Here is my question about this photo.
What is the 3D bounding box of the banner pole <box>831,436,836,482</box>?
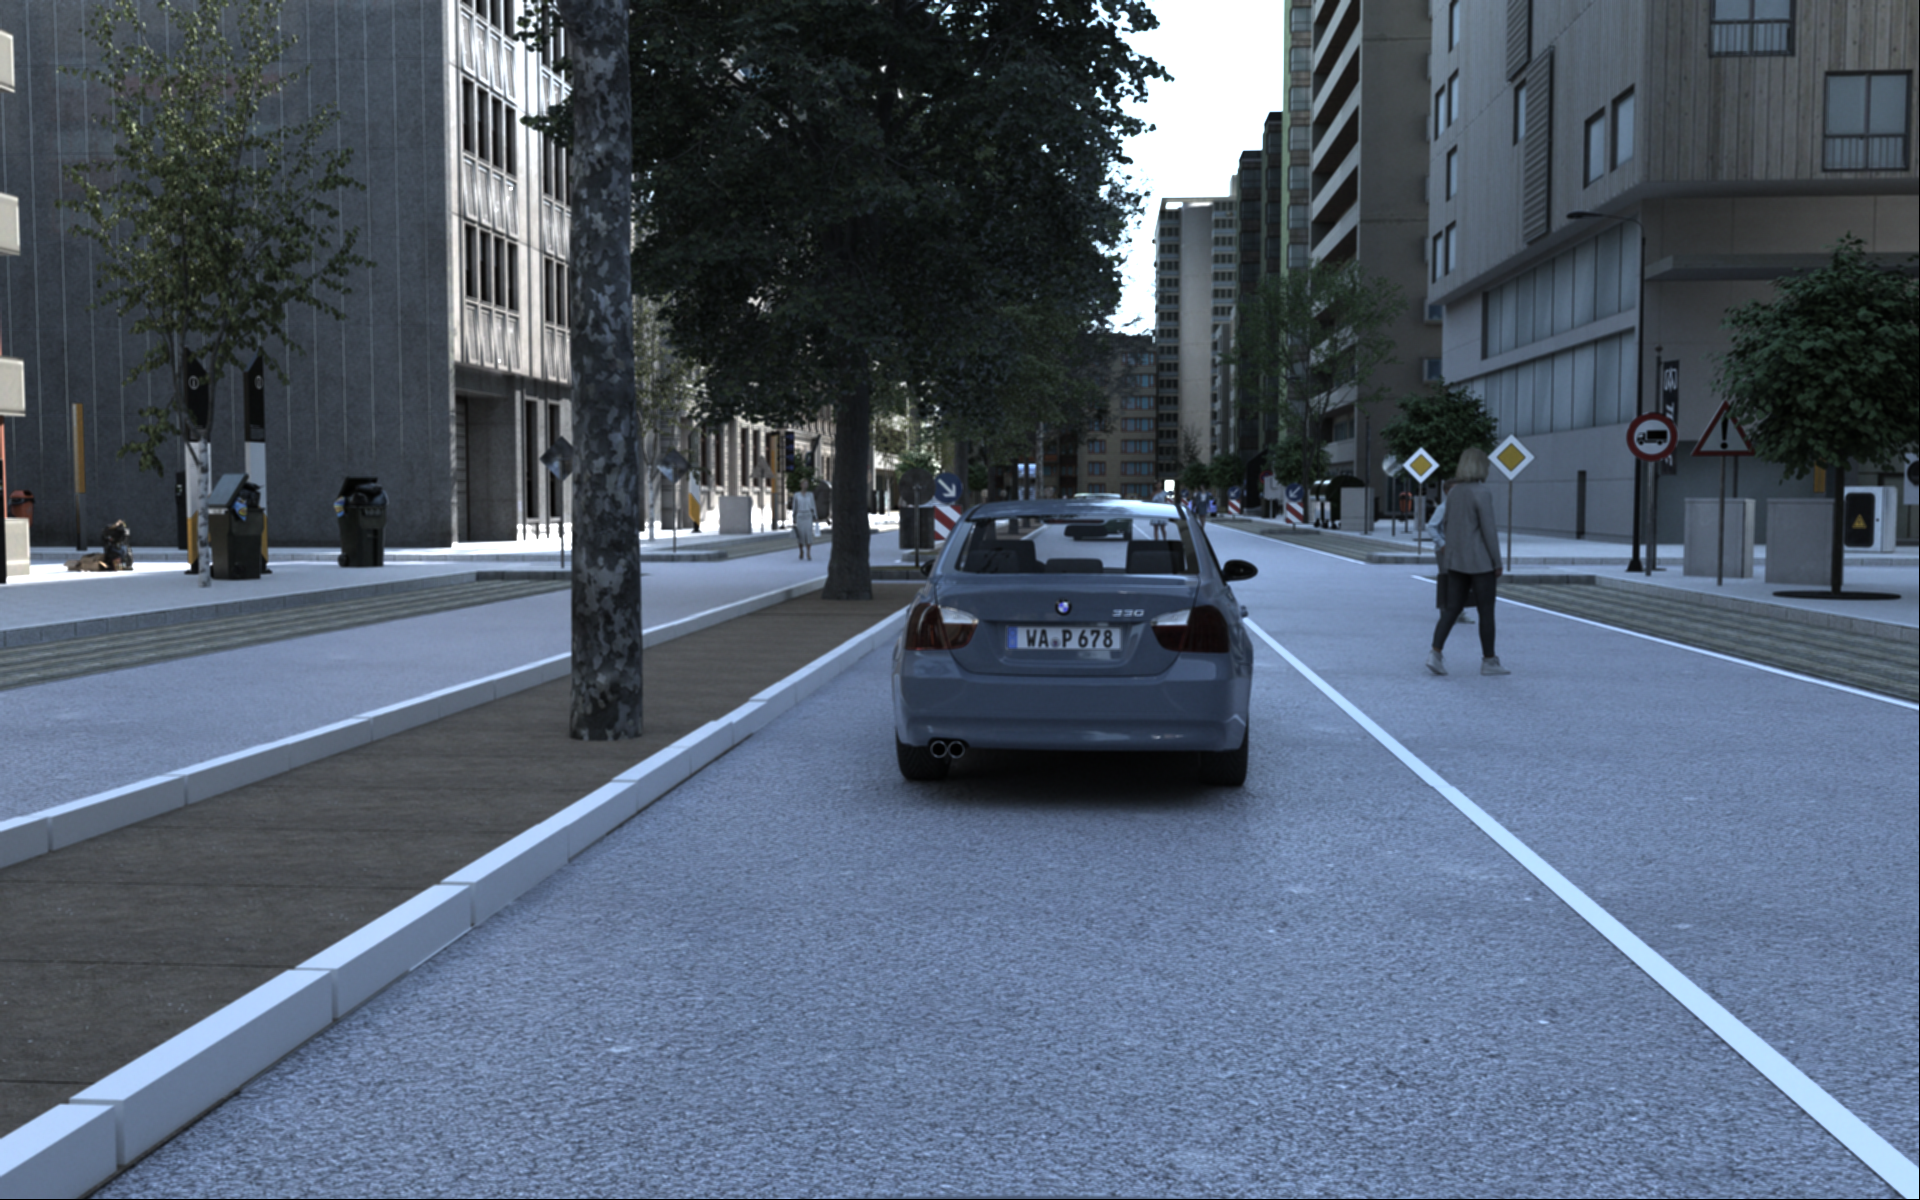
[{"bbox_3d":[-5.355,-5.172,74.582,0.401,3.779,0.863,-3,5,-43],"label":"banner pole"}]

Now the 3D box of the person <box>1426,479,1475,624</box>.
[{"bbox_3d":[5.426,-0.540,19.142,0.589,1.601,0.330,-2,4,-25],"label":"person"}]

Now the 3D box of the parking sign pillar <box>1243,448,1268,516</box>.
[{"bbox_3d":[17.164,-6.858,100.594,1.447,3.967,1.447,-1,4,-14],"label":"parking sign pillar"}]

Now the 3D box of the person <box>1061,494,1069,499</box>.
[{"bbox_3d":[8.957,-8.344,148.108,0.799,1.438,0.628,-2,4,-33],"label":"person"}]

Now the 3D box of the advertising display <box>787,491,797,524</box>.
[{"bbox_3d":[-6.879,-4.198,73.843,0.974,1.923,0.123,0,4,4],"label":"advertising display"}]

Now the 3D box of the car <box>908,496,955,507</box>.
[{"bbox_3d":[-0.934,-3.360,67.292,2.083,1.381,4.827,0,4,5],"label":"car"}]

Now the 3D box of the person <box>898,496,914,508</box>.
[{"bbox_3d":[-2.735,-4.725,86.022,0.850,1.792,0.678,3,4,39],"label":"person"}]

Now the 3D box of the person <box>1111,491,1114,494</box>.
[{"bbox_3d":[16.075,-10.669,183.760,0.721,1.723,1.217,-1,4,-22],"label":"person"}]

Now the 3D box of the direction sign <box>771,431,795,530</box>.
[{"bbox_3d":[-6.389,-4.310,62.463,0.876,3.537,0.379,1,4,11],"label":"direction sign"}]

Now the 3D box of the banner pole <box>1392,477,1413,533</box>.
[{"bbox_3d":[14.598,-4.111,57.228,0.863,3.779,0.401,-2,4,-27],"label":"banner pole"}]

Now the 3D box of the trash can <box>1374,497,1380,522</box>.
[{"bbox_3d":[18.822,-4.127,79.131,0.748,1.137,0.748,0,3,0],"label":"trash can"}]

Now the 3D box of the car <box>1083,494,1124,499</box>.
[{"bbox_3d":[4.517,-2.624,54.701,2.131,1.459,4.920,0,4,5],"label":"car"}]

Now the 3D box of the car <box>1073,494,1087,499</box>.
[{"bbox_3d":[6.239,-4.610,85.595,2.015,1.641,3.980,0,4,6],"label":"car"}]

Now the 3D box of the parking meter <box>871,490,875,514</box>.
[{"bbox_3d":[-5.452,-6.198,109.743,0.372,1.533,0.369,0,3,0],"label":"parking meter"}]

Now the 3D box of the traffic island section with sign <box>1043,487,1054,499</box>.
[{"bbox_3d":[5.700,-6.357,112.075,2.006,1.907,1.989,0,4,5],"label":"traffic island section with sign"}]

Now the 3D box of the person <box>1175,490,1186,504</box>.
[{"bbox_3d":[18.430,-8.267,144.382,1.217,1.735,0.721,-2,4,-27],"label":"person"}]

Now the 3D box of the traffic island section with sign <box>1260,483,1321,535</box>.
[{"bbox_3d":[11.768,-3.259,61.917,1.989,1.847,2.006,0,4,5],"label":"traffic island section with sign"}]

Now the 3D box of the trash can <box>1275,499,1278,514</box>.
[{"bbox_3d":[19.153,-5.782,106.184,0.748,1.137,0.748,0,3,0],"label":"trash can"}]

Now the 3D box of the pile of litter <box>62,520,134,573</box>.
[{"bbox_3d":[-14.428,-0.922,29.040,1.176,0.858,1.719,-1,4,-10],"label":"pile of litter"}]

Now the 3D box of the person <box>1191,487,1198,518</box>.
[{"bbox_3d":[13.268,-5.442,97.435,0.622,1.834,0.822,1,4,19],"label":"person"}]

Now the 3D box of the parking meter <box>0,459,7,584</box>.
[{"bbox_3d":[-13.866,-1.166,24.783,0.399,1.863,0.255,3,5,42],"label":"parking meter"}]

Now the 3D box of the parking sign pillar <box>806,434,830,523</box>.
[{"bbox_3d":[-6.551,-5.449,77.563,1.447,3.967,1.447,1,4,9],"label":"parking sign pillar"}]

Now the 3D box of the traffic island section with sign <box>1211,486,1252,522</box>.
[{"bbox_3d":[13.885,-4.903,88.789,1.989,1.847,2.006,0,4,5],"label":"traffic island section with sign"}]

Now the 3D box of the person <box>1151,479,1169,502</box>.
[{"bbox_3d":[5.173,-2.239,45.199,0.616,1.811,0.778,1,4,23],"label":"person"}]

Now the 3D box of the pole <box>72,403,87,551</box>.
[{"bbox_3d":[-19.851,-2.765,39.052,0.158,3.312,0.155,0,3,0],"label":"pole"}]

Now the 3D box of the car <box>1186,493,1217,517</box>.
[{"bbox_3d":[15.199,-6.067,108.787,1.945,1.707,3.694,0,4,4],"label":"car"}]

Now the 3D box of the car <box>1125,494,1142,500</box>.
[{"bbox_3d":[18.129,-10.520,182.223,2.015,1.641,3.980,0,4,5],"label":"car"}]

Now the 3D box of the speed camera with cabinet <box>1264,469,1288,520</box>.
[{"bbox_3d":[16.345,-5.674,87.104,2.038,3.252,0.660,-1,4,-15],"label":"speed camera with cabinet"}]

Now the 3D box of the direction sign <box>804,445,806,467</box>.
[{"bbox_3d":[-7.133,-5.362,79.660,0.379,3.537,0.876,0,4,0],"label":"direction sign"}]

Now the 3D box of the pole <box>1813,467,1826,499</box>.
[{"bbox_3d":[13.838,-2.080,27.859,0.158,3.312,0.155,0,3,0],"label":"pole"}]

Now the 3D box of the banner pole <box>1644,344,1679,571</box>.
[{"bbox_3d":[11.700,-2.372,28.794,0.401,3.779,0.863,0,4,-8],"label":"banner pole"}]

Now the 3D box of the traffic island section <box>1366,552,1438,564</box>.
[{"bbox_3d":[9.760,-0.883,36.723,2.009,0.180,2.903,0,4,5],"label":"traffic island section"}]

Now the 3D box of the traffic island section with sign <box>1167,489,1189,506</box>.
[{"bbox_3d":[17.798,-7.928,138.256,1.989,1.847,2.006,0,4,5],"label":"traffic island section with sign"}]

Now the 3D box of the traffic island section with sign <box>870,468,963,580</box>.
[{"bbox_3d":[-0.808,-1.324,29.786,2.006,1.907,1.989,0,4,5],"label":"traffic island section with sign"}]

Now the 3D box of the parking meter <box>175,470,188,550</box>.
[{"bbox_3d":[-17.808,-2.090,39.875,0.255,1.863,0.399,2,4,30],"label":"parking meter"}]

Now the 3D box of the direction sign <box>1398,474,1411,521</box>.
[{"bbox_3d":[20.960,-5.505,81.997,0.379,3.537,0.876,-3,5,-43],"label":"direction sign"}]

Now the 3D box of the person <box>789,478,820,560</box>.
[{"bbox_3d":[-3.358,-1.768,37.754,0.694,1.780,0.624,0,4,6],"label":"person"}]

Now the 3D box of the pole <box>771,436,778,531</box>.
[{"bbox_3d":[-6.522,-4.098,60.850,0.158,3.312,0.155,0,3,0],"label":"pole"}]

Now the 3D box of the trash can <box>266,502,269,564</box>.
[{"bbox_3d":[-12.400,-1.129,30.121,0.748,1.137,0.748,0,3,0],"label":"trash can"}]

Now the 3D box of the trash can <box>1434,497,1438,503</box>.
[{"bbox_3d":[21.851,-4.088,78.488,0.748,1.137,0.748,0,3,0],"label":"trash can"}]

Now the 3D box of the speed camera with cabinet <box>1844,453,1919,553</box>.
[{"bbox_3d":[20.156,-2.634,37.399,0.660,3.252,2.038,-2,4,-35],"label":"speed camera with cabinet"}]

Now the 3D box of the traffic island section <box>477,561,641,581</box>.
[{"bbox_3d":[-6.911,-0.474,30.032,2.009,0.180,2.903,0,4,5],"label":"traffic island section"}]

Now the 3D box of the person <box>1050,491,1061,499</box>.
[{"bbox_3d":[10.269,-10.901,186.825,1.348,1.812,0.705,0,4,0],"label":"person"}]

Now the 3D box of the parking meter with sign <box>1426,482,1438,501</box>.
[{"bbox_3d":[22.301,-5.214,81.517,1.738,3.016,0.543,1,4,18],"label":"parking meter with sign"}]

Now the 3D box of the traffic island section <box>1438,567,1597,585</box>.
[{"bbox_3d":[9.130,-0.396,28.763,2.009,0.180,2.903,0,4,5],"label":"traffic island section"}]

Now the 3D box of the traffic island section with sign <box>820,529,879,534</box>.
[{"bbox_3d":[-3.991,-3.310,62.745,1.989,1.847,2.006,0,4,5],"label":"traffic island section with sign"}]

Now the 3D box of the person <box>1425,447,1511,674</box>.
[{"bbox_3d":[4.002,-0.312,13.790,0.728,1.800,0.709,-1,4,-22],"label":"person"}]

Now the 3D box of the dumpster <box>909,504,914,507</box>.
[{"bbox_3d":[-2.868,-6.383,106.862,1.502,2.255,1.985,0,4,4],"label":"dumpster"}]

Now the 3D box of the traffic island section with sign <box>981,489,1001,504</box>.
[{"bbox_3d":[2.080,-8.007,139.535,1.989,1.847,2.006,0,4,5],"label":"traffic island section with sign"}]

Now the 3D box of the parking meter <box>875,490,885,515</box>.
[{"bbox_3d":[-4.836,-6.038,107.135,0.372,1.533,0.369,0,3,0],"label":"parking meter"}]

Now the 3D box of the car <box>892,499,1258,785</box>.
[{"bbox_3d":[0.706,0.130,9.885,2.014,1.417,4.499,0,4,6],"label":"car"}]

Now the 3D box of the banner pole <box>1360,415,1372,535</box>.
[{"bbox_3d":[12.982,-3.981,55.114,0.401,3.779,0.863,1,4,23],"label":"banner pole"}]

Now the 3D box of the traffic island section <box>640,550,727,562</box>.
[{"bbox_3d":[-6.281,-0.961,37.992,2.009,0.180,2.903,0,4,5],"label":"traffic island section"}]

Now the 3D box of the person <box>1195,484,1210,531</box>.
[{"bbox_3d":[9.499,-3.614,67.606,0.581,1.822,0.654,2,4,25],"label":"person"}]

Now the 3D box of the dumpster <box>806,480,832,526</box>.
[{"bbox_3d":[-5.759,-3.985,70.914,1.264,1.857,1.865,0,4,5],"label":"dumpster"}]

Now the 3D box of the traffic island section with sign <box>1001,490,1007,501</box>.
[{"bbox_3d":[4.254,-9.685,166.974,1.989,1.847,2.006,0,4,5],"label":"traffic island section with sign"}]
